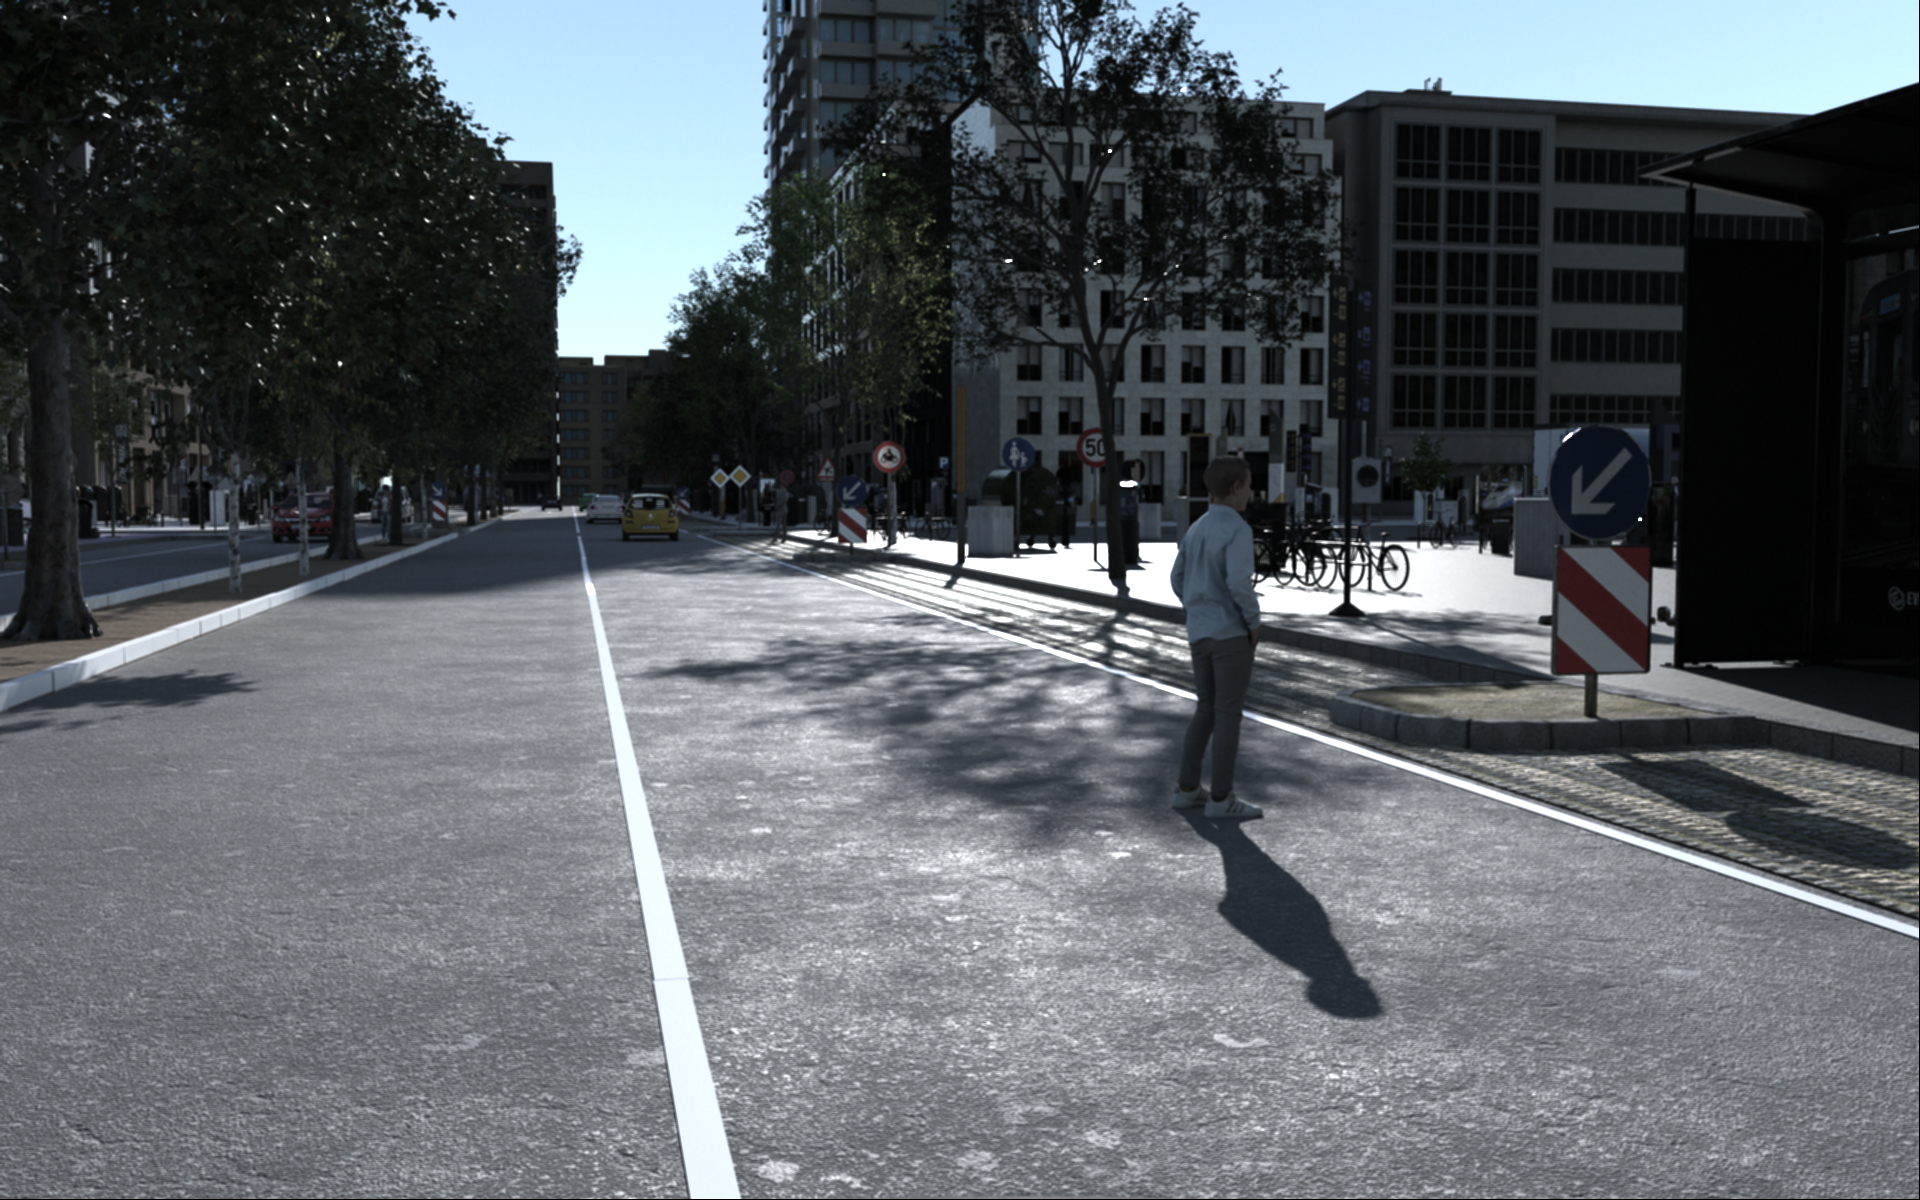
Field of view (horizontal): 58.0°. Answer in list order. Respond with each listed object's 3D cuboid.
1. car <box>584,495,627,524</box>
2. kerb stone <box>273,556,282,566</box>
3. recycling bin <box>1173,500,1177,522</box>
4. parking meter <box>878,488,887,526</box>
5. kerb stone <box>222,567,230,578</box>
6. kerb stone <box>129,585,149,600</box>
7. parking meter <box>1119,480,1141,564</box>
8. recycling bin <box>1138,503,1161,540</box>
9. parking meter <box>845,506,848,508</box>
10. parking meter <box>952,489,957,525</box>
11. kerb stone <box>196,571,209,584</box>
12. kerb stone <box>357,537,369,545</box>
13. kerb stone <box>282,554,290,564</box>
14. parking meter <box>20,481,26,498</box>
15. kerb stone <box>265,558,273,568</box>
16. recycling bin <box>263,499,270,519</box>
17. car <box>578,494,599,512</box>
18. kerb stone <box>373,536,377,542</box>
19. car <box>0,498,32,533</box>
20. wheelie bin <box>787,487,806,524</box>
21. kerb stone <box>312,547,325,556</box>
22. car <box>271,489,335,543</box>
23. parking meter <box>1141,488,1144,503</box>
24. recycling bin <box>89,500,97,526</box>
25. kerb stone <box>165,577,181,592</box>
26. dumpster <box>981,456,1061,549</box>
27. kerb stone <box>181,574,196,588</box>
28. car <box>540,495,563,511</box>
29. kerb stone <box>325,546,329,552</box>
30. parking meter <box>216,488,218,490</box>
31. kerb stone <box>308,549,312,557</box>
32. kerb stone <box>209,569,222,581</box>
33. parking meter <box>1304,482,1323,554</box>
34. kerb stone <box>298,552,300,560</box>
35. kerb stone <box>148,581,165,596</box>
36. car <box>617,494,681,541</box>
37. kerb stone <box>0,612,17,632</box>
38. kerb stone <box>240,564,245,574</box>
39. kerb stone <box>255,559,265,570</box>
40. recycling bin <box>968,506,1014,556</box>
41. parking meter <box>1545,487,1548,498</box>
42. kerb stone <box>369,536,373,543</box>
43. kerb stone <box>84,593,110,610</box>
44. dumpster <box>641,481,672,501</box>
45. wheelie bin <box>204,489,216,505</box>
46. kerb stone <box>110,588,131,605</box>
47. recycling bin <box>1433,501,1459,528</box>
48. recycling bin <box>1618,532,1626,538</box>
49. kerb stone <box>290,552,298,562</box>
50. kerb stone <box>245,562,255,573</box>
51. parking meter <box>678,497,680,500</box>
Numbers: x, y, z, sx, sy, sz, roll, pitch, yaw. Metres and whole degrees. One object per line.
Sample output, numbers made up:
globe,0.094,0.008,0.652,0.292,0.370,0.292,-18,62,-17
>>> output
car,-17.314,-4.428,84.760,2.083,1.381,4.827,-1,4,-14
kerb stone,-13.718,-0.750,34.543,0.120,0.150,1.000,-1,4,-13
recycling bin,10.293,-4.132,80.118,0.722,1.027,0.722,-1,4,-8
parking meter,-3.147,-3.799,70.530,0.372,1.533,0.369,0,3,0
kerb stone,-12.595,-0.447,29.544,0.120,0.150,1.000,-1,4,-13
kerb stone,-11.248,-0.080,23.535,0.120,0.150,1.000,-1,4,-13
parking meter,3.081,-1.430,31.793,0.372,1.533,0.369,0,3,0
recycling bin,5.238,-2.196,48.460,0.722,1.027,0.722,1,4,12
parking meter,-5.926,-4.933,89.059,0.372,1.533,0.369,0,3,0
parking meter,-0.150,-3.827,70.990,0.372,1.533,0.369,0,3,0
kerb stone,-12.149,-0.326,27.549,0.120,0.150,1.000,-1,4,-13
kerb stone,-17.094,-1.672,49.530,0.120,0.150,1.000,-1,4,-13
kerb stone,-13.946,-0.816,35.539,0.120,0.150,1.000,-1,4,-13
parking meter,-41.372,-4.316,76.284,0.399,1.863,0.255,1,4,18
kerb stone,-13.505,-0.694,33.543,0.120,0.150,1.000,-1,4,-13
recycling bin,-36.003,-4.786,90.797,0.722,1.027,0.722,3,4,38
car,-30.662,-8.252,143.718,1.959,1.807,4.718,-1,4,-14
kerb stone,-17.537,-1.795,51.536,0.120,0.150,1.000,-1,4,-13
car,-32.280,-2.769,57.631,4.827,1.381,2.083,-1,4,-12
wheelie bin,-7.143,-4.107,75.056,0.693,1.594,0.980,2,4,28
kerb stone,-15.063,-1.121,40.541,0.120,0.150,1.000,-1,4,-13
car,-19.681,-2.660,52.535,2.155,1.783,4.494,-1,4,-13
parking meter,7.265,-3.771,70.073,0.372,1.533,0.369,0,3,0
recycling bin,-34.697,-3.427,68.582,0.722,1.027,0.722,0,4,3
kerb stone,-11.694,-0.204,25.538,0.120,0.150,1.000,-1,4,-13
dumpster,1.453,-2.347,40.867,1.502,2.255,1.985,-1,4,-13
kerb stone,-11.915,-0.265,26.536,0.120,0.150,1.000,-1,4,-13
car,-35.315,-8.395,149.832,1.945,1.354,3.894,-1,4,-14
kerb stone,-15.286,-1.183,41.538,0.120,0.150,1.000,-1,4,-13
parking meter,-31.676,-4.027,74.257,0.372,1.533,0.369,0,3,0
kerb stone,-14.622,-0.999,38.545,0.120,0.150,1.000,-1,4,-13
kerb stone,-12.370,-0.388,28.547,0.120,0.150,1.000,-1,4,-13
parking meter,7.531,-1.743,36.915,0.372,1.533,0.369,0,3,0
kerb stone,-14.396,-0.939,37.548,0.120,0.150,1.000,-1,4,-13
kerb stone,-11.475,-0.138,24.535,0.120,0.150,1.000,-1,4,-13
car,-9.684,-2.678,54.006,2.015,1.641,3.980,-1,4,-11
kerb stone,-10.123,0.226,18.538,0.120,0.150,1.000,-1,4,-13
kerb stone,-12.812,-0.511,30.542,0.120,0.150,1.000,-1,4,-13
kerb stone,-13.267,-0.633,32.548,0.120,0.150,1.000,-1,4,-13
recycling bin,0.647,-1.467,36.534,0.722,1.027,0.722,3,5,44
parking meter,15.214,-2.209,44.534,0.372,1.533,0.369,0,3,0
kerb stone,-17.316,-1.734,50.538,0.120,0.150,1.000,-1,4,-13
kerb stone,-10.796,0.040,21.537,0.120,0.150,1.000,-1,4,-13
dumpster,-19.463,-6.490,111.070,1.985,2.255,1.502,-1,4,-14
wheelie bin,-43.196,-5.626,99.899,0.980,1.594,0.693,-2,4,-32
kerb stone,-11.014,-0.015,22.536,0.120,0.150,1.000,-1,4,-13
recycling bin,18.256,-3.214,65.095,0.722,1.027,0.722,-1,4,-14
recycling bin,19.672,-2.380,51.466,0.722,1.027,0.722,-2,4,-32
kerb stone,-14.161,-0.875,36.541,0.120,0.150,1.000,-1,4,-13
kerb stone,-13.048,-0.572,31.550,0.120,0.150,1.000,-1,4,-13
parking meter,-21.343,-7.562,132.045,0.372,1.533,0.369,0,3,0
